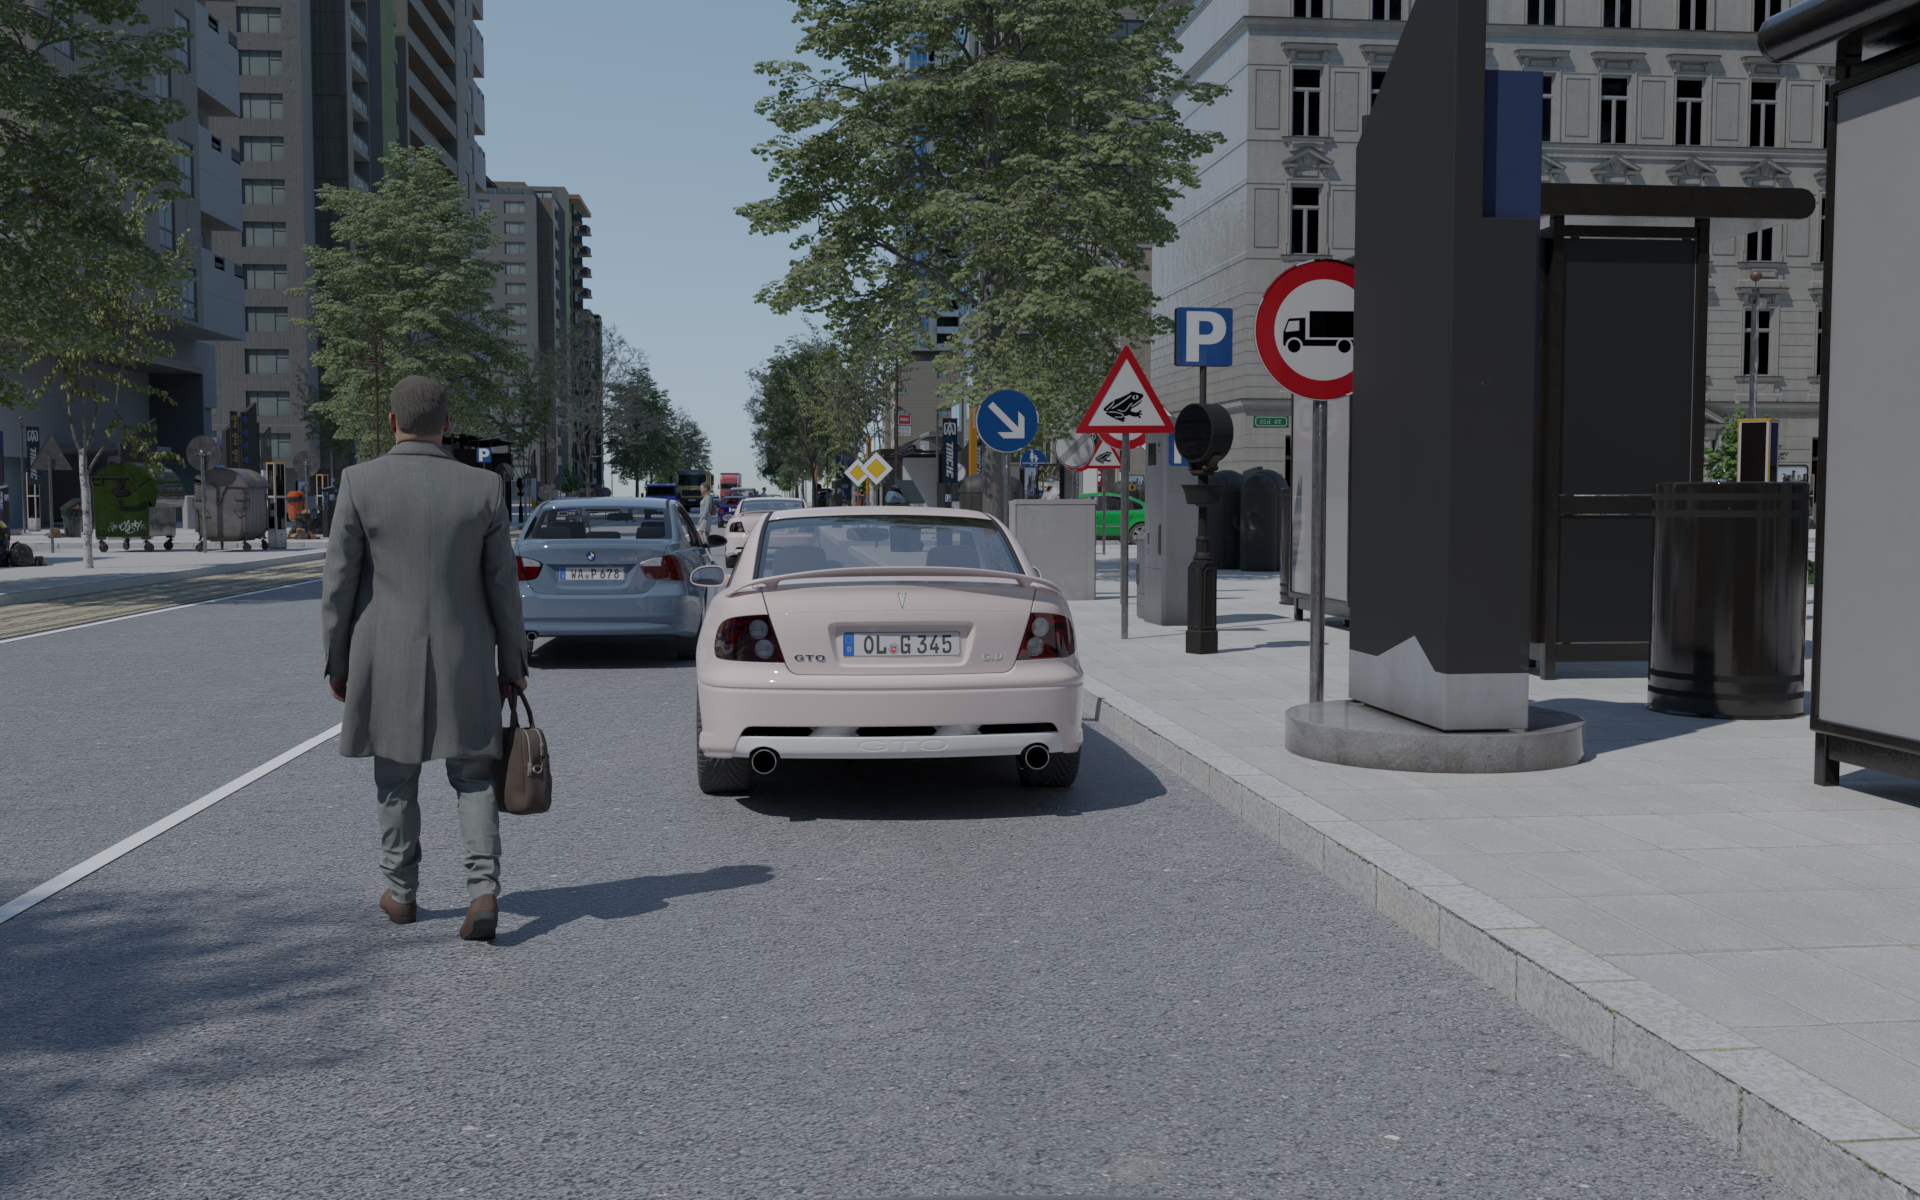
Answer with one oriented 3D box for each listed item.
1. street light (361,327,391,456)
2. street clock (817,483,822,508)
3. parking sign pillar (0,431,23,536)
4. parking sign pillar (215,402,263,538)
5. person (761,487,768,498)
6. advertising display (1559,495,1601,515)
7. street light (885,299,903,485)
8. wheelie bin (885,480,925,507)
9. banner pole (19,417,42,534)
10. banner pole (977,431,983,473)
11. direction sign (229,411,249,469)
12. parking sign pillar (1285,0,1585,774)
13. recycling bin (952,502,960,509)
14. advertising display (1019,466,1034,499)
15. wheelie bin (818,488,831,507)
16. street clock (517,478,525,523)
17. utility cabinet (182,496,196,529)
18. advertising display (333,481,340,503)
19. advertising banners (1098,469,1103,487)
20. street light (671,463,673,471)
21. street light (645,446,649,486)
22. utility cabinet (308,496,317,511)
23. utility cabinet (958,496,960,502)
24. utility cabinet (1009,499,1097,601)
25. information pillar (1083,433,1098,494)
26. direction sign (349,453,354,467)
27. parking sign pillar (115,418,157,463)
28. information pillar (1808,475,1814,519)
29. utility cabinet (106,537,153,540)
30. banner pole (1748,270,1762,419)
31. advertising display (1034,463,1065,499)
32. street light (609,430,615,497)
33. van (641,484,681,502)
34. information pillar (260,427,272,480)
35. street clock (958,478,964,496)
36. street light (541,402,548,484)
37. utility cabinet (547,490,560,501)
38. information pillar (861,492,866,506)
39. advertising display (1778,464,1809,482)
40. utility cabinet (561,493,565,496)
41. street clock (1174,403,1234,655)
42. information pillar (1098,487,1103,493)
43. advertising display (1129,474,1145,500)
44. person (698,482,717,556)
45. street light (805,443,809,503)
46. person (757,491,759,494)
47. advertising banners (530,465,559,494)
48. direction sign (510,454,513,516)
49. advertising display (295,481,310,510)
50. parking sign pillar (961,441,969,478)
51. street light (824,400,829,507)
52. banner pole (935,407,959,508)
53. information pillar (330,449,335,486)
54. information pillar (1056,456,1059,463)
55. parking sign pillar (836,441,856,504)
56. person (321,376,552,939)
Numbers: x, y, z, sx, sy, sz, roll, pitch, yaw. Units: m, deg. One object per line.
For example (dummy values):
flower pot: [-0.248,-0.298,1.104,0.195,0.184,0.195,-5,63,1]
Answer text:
street light: [-16.159,-4.604,48.057,0.468,5.910,1.993,0,4,-6]
street clock: [-9.565,-6.866,116.825,0.471,2.002,0.358,1,4,11]
parking sign pillar: [-29.869,-3.980,53.551,1.447,3.967,1.447,-2,4,-32]
parking sign pillar: [-20.995,-3.781,50.284,1.447,3.967,1.447,1,4,18]
person: [-10.037,-4.870,88.348,0.641,1.798,0.478,3,4,37]
advertising display: [13.301,-1.955,37.177,0.974,1.923,0.123,3,5,40]
street light: [-1.493,-4.162,40.833,0.468,5.910,1.993,0,4,-6]
wheelie bin: [-1.245,-1.868,38.453,0.693,1.594,0.980,2,4,33]
banner pole: [-30.221,-4.051,56.249,0.401,3.779,0.863,2,4,27]
banner pole: [0.686,-3.942,54.465,0.863,3.779,0.401,-3,5,-40]
direction sign: [-19.762,-3.398,47.557,0.379,3.537,0.876,0,4,8]
parking sign pillar: [2.355,-1.227,8.535,1.447,3.967,1.447,0,4,-7]
recycling bin: [-0.019,-2.779,57.991,0.722,1.027,0.722,2,4,34]
advertising display: [1.562,-2.099,39.527,0.123,1.923,0.974,1,4,20]
wheelie bin: [-7.213,-5.201,92.937,0.980,1.594,0.693,1,4,18]
street clock: [-19.607,-4.449,77.310,0.358,2.002,0.471,0,4,1]
utility cabinet: [-28.216,-3.233,64.020,0.306,1.237,1.020,2,4,26]
advertising display: [-31.355,-5.053,87.826,0.123,1.923,0.974,2,4,30]
advertising banners: [5.713,-4.080,62.895,2.074,3.025,0.090,1,4,16]
street light: [-34.371,-14.292,206.460,0.468,5.910,1.993,0,4,-6]
street light: [-29.354,-11.592,162.311,0.468,5.910,1.993,0,4,-6]
utility cabinet: [-27.023,-3.746,72.408,0.306,1.237,1.020,-1,4,-13]
utility cabinet: [0.356,-3.267,64.585,0.306,1.237,1.020,3,4,36]
utility cabinet: [1.115,-0.595,20.898,1.020,1.237,0.306,-1,4,-15]
information pillar: [4.083,-3.832,54.004,0.504,3.616,0.183,2,4,30]
direction sign: [-33.384,-6.306,95.102,0.379,3.537,0.876,0,4,-5]
parking sign pillar: [-29.150,-4.456,61.333,1.447,3.967,1.447,3,5,40]
information pillar: [31.952,-3.718,65.286,0.304,2.012,0.304,-2,4,-33]
utility cabinet: [-23.198,-2.425,48.332,1.173,1.500,0.318,-3,4,-38]
banner pole: [8.814,-1.788,19.252,0.401,3.779,0.863,1,4,21]
advertising display: [1.916,-1.915,36.521,0.123,1.923,0.974,-2,4,-26]
street light: [-24.908,-9.244,123.925,0.468,5.910,1.993,0,4,-6]
van: [-17.137,-5.820,99.538,2.240,2.365,5.245,-1,4,-8]
information pillar: [-23.983,-4.195,59.948,0.183,3.616,0.504,1,4,17]
street clock: [0.056,-4.323,75.254,0.358,2.002,0.471,2,4,30]
street light: [-20.623,-6.934,86.166,0.468,5.910,1.993,0,4,-6]
utility cabinet: [-21.270,-4.999,90.408,0.318,1.500,1.173,0,4,1]
information pillar: [-5.544,-5.745,98.429,0.304,2.012,0.304,1,4,9]
advertising display: [17.955,-1.982,37.625,0.974,1.923,0.123,-1,4,-13]
utility cabinet: [-26.190,-6.431,113.818,0.318,1.500,1.173,-2,4,-23]
street clock: [1.947,-0.570,13.891,0.358,2.002,0.471,-2,4,-33]
information pillar: [5.924,-4.283,74.513,0.304,2.012,0.304,-2,4,-32]
advertising display: [5.713,-3.164,56.950,0.974,1.923,0.123,-3,5,-45]
person: [-5.880,-1.869,40.063,0.522,1.701,0.512,-1,4,-15]
street light: [-10.893,-9.151,122.405,0.468,5.910,1.993,0,4,-6]
person: [-27.211,-13.776,233.364,1.348,1.869,0.705,2,4,23]
advertising banners: [-25.016,-6.608,104.222,2.074,3.025,0.090,1,4,23]
direction sign: [-26.174,-6.647,100.678,0.379,3.537,0.876,-1,4,-18]
advertising display: [-31.682,-4.788,83.497,0.123,1.923,0.974,1,4,13]
parking sign pillar: [0.478,-5.476,78.003,1.447,3.967,1.447,-2,4,-25]
street light: [-6.464,-6.820,84.291,0.468,5.910,1.993,0,4,-6]
banner pole: [-0.439,-3.675,50.108,0.863,3.779,0.401,-1,4,-21]
information pillar: [-32.368,-5.996,89.394,0.183,3.616,0.504,-2,4,-34]
information pillar: [5.255,-6.254,93.599,0.183,3.616,0.504,-1,4,-11]
parking sign pillar: [-5.725,-6.032,87.103,1.447,3.967,1.447,-3,4,-36]
person: [-1.726,0.178,5.685,0.694,1.812,0.767,-1,4,-23]
